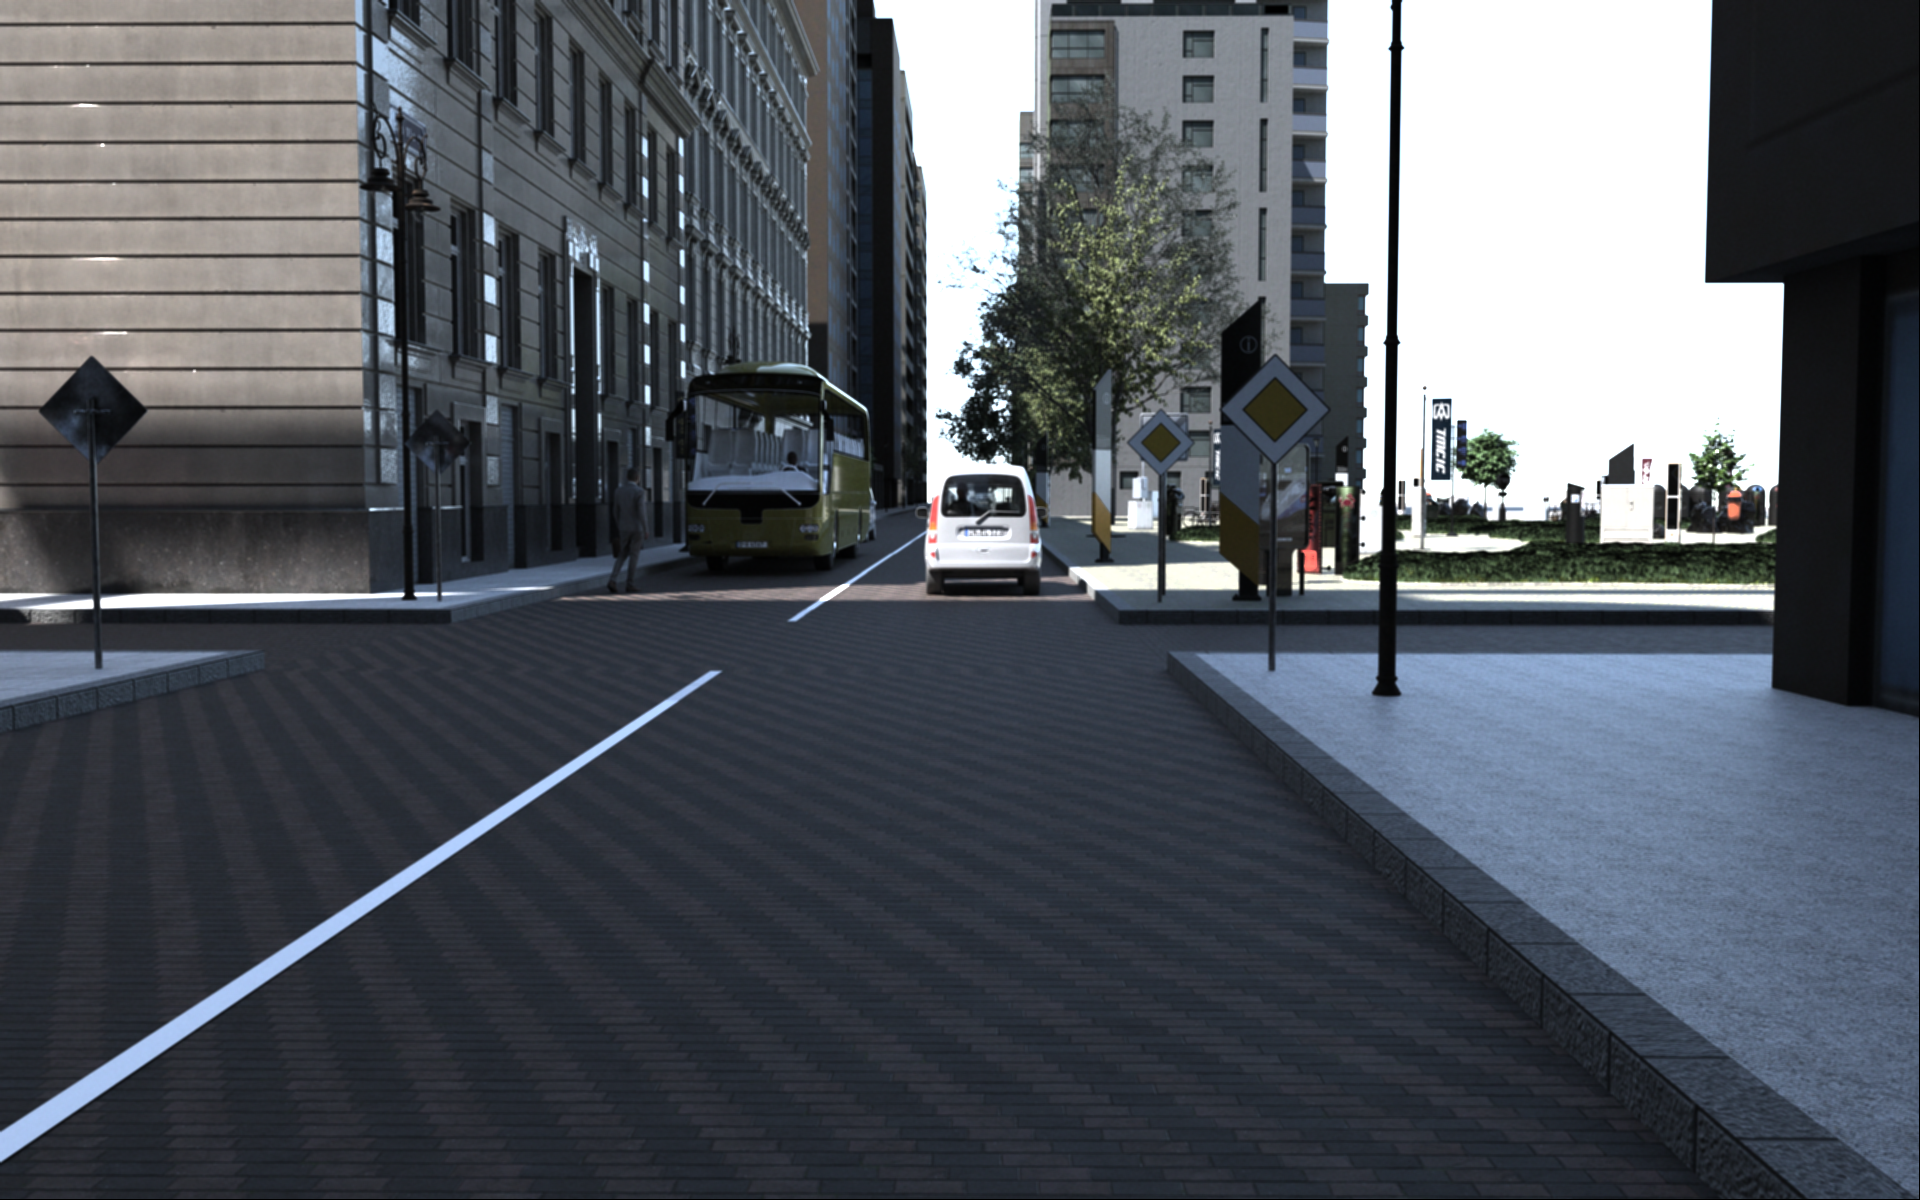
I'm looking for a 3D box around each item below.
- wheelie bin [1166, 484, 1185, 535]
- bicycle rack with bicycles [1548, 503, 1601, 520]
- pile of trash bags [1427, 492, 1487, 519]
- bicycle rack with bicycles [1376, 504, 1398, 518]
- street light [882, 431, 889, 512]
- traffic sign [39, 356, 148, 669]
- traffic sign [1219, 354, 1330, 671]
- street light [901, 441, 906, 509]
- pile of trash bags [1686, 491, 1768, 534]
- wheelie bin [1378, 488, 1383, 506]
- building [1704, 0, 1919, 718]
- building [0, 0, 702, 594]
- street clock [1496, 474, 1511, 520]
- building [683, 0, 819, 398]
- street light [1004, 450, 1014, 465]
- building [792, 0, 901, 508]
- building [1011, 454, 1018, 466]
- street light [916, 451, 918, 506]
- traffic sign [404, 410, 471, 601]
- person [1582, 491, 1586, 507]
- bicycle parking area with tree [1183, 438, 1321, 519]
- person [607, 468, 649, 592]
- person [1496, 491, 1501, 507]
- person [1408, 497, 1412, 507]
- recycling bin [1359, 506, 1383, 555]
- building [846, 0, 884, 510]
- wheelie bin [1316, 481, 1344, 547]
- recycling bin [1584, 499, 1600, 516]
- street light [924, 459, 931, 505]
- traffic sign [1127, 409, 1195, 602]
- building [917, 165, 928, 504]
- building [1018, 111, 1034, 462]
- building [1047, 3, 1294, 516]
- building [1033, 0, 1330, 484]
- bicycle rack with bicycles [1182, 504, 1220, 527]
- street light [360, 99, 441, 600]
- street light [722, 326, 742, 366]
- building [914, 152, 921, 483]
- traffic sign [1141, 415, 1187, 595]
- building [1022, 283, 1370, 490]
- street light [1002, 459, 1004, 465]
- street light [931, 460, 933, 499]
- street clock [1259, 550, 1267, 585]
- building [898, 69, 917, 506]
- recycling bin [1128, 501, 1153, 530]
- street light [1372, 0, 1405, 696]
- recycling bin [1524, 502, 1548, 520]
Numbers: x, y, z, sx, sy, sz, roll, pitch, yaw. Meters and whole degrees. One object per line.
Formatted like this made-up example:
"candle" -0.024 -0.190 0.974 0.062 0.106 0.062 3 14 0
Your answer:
"wheelie bin" 6.631 -2.835 54.255 0.693 1.594 0.980 2 4 29
"bicycle rack with bicycles" 25.749 -3.609 72.388 2.925 0.926 2.852 -3 5 -40
"pile of trash bags" 23.112 -4.403 81.749 3.447 1.369 1.912 -2 4 -26
"bicycle rack with bicycles" 14.983 -3.170 65.208 2.925 0.926 2.852 -2 4 -26
"street light" -5.298 -9.269 124.336 0.468 5.910 1.993 0 4 1
"traffic sign" -6.328 -0.552 12.669 0.795 2.450 0.064 0 4 1
"traffic sign" 2.266 -0.544 12.535 0.795 2.450 0.064 0 4 1
"street light" -4.927 -10.940 151.652 0.468 5.910 1.993 0 4 1
"pile of trash bags" 25.157 -2.886 56.936 1.912 1.369 3.447 1 4 12
"wheelie bin" 23.469 -5.337 95.161 0.980 1.594 0.693 -1 4 -21
"building" 11.838 -21.603 3.316 14.600 45.320 14.200 0 4 1
"building" -13.025 -14.449 33.498 12.463 27.353 25.104 0 4 1
"street clock" 19.357 -3.498 61.764 0.471 2.002 0.358 -1 4 -11
"building" -15.824 -17.835 68.014 17.030 29.872 44.131 0 4 1
"street light" 4.834 -12.173 171.816 0.468 5.910 1.993 0 4 1
"building" -12.726 -31.276 161.469 14.600 45.320 14.200 0 4 1
"building" 20.264 -22.316 209.912 27.650 21.520 28.899 0 4 1
"street light" -4.508 -12.716 180.695 0.468 5.910 1.993 0 4 1
"traffic sign" -6.222 -1.040 20.653 0.795 2.450 0.064 0 4 1
"person" 63.517 -10.235 176.505 0.621 1.740 0.551 0 4 -2
"bicycle parking area with tree" 15.710 -6.178 88.007 8.231 4.147 9.016 0 4 2
"person" -4.820 -1.023 25.348 0.709 1.813 0.853 1 4 22
"person" 54.118 -10.081 174.037 1.217 1.735 0.721 3 5 40
"person" 45.631 -9.952 174.441 0.991 1.433 0.599 0 4 -4
"recycling bin" 8.652 -1.497 37.029 0.722 1.027 0.722 1 4 9
"building" -16.895 -43.121 143.282 20.563 71.187 20.611 0 4 1
"wheelie bin" 8.942 -2.071 41.773 0.980 1.594 0.693 1 4 12
"recycling bin" 30.186 -4.280 82.525 0.722 1.027 0.722 0 4 5
"street light" -4.097 -14.390 208.064 0.468 5.910 1.993 0 4 1
"traffic sign" 2.371 -1.032 20.520 0.795 2.450 0.064 0 4 1
"building" -15.554 -37.859 242.695 21.300 48.544 21.600 0 4 1
"building" 13.279 -30.847 187.947 14.154 41.232 14.086 0 4 1
"building" 12.266 -20.461 106.233 14.160 30.474 14.107 0 4 1
"building" 15.867 -35.746 126.452 21.231 58.520 28.212 0 4 1
"bicycle rack with bicycles" 9.647 -3.116 64.326 2.925 0.926 2.852 2 4 25
"street light" -6.679 -2.938 20.830 0.468 5.910 1.993 0 4 1
"street light" -6.213 -4.587 47.784 0.468 5.910 1.993 0 4 1
"building" -16.214 -34.381 216.752 22.147 44.769 28.867 0 4 1
"traffic sign" 2.582 -1.213 21.955 0.606 2.300 0.079 0 4 7
"building" 19.765 -19.038 156.317 27.650 21.520 28.899 0 4 1
"street light" 5.149 -13.918 200.349 0.468 5.910 1.993 0 4 1
"street light" -3.861 -16.069 235.520 0.468 5.910 1.993 0 4 1
"street clock" 4.322 -1.213 24.407 0.358 2.002 0.471 -1 4 -18
"building" -16.153 -34.670 190.553 21.300 48.544 21.600 0 4 1
"recycling bin" 6.527 -3.059 62.565 0.722 1.027 0.722 -1 4 -15
"street light" 2.728 -2.331 10.899 0.468 5.910 1.993 0 4 1
"recycling bin" 19.417 -2.804 58.396 0.722 1.027 0.722 2 4 24
